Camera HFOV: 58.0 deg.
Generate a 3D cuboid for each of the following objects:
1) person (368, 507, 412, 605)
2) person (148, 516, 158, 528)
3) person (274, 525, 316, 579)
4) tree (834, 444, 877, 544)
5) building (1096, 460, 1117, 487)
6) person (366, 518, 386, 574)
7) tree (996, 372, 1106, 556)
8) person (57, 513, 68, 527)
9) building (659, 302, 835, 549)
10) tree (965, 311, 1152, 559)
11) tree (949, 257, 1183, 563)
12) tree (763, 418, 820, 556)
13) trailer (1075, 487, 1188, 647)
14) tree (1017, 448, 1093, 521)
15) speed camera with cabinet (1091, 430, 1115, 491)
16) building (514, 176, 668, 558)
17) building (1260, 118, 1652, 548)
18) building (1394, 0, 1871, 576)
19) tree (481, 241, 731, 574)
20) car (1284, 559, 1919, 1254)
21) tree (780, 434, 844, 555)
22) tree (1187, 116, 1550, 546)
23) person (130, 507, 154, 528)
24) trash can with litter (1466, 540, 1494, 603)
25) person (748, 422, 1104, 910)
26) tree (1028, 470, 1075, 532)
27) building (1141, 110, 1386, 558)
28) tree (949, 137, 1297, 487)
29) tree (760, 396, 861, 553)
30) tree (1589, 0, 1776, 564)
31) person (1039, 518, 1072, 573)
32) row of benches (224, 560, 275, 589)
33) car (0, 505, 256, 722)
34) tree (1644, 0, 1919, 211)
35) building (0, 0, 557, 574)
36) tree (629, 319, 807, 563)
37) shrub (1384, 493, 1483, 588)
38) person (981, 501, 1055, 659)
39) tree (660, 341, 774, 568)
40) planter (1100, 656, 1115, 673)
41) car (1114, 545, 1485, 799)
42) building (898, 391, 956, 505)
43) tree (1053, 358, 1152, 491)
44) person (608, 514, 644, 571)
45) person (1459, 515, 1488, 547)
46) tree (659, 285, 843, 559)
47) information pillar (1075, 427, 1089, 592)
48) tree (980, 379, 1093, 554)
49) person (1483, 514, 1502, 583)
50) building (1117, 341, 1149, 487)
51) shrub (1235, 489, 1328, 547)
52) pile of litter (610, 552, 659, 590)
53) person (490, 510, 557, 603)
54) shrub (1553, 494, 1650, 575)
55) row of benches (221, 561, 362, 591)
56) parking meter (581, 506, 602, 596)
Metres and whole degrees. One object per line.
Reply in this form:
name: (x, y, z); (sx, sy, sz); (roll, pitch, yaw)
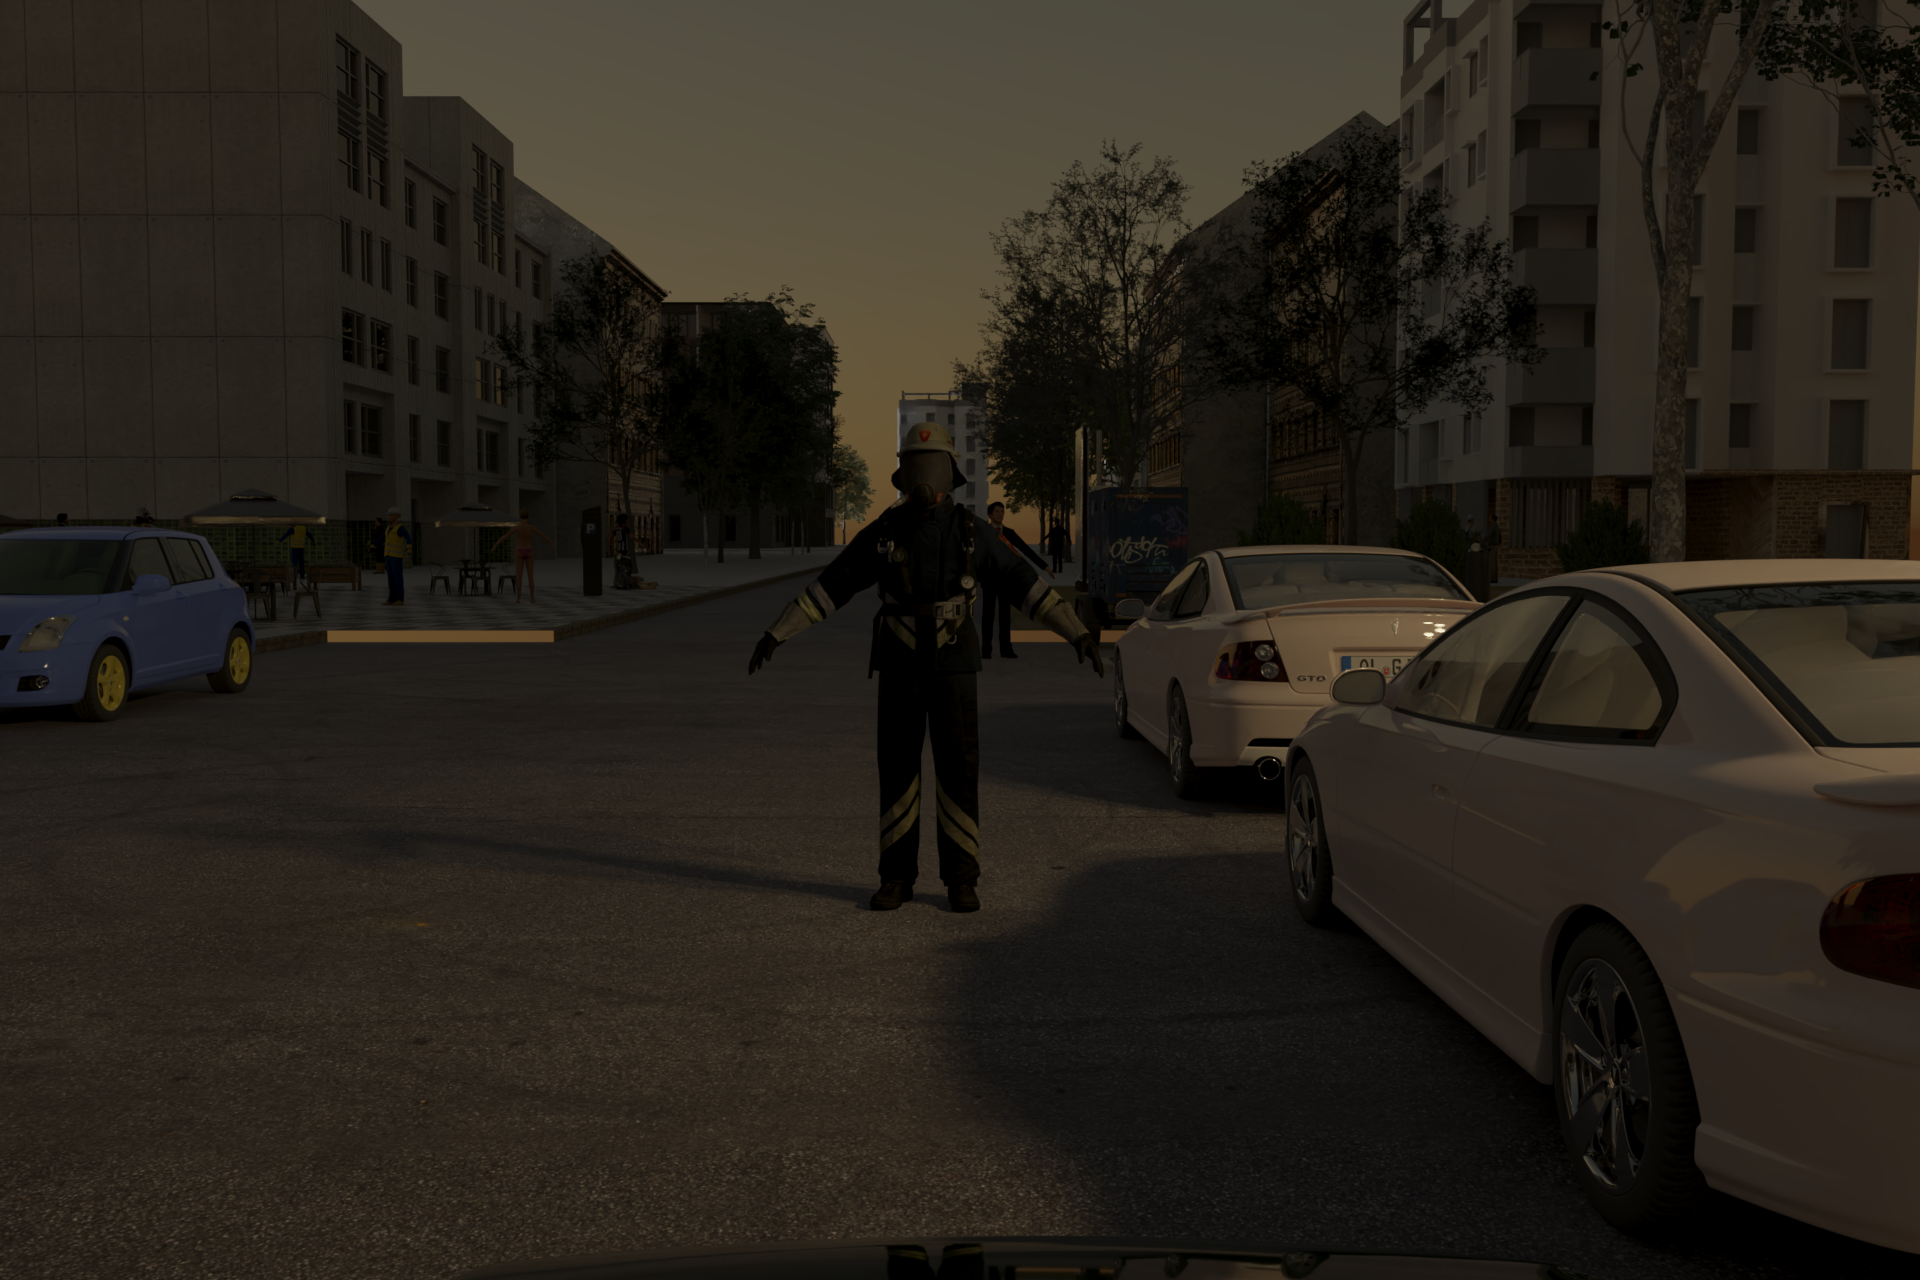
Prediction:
person: (-10.245, -1.511, 31.173); (1.216, 1.772, 0.721); (3, 4, 36)
person: (-23.916, -2.751, 51.158); (1.347, 1.806, 0.705); (-2, 4, -31)
person: (-18.942, -2.661, 49.473); (0.705, 1.833, 1.349); (2, 4, 33)
tree: (-14.116, -18.273, 216.890); (7.486, 12.596, 7.792); (0, 3, 0)
building: (20.924, -15.453, 194.808); (9.099, 9.664, 28.070); (0, 4, 0)
person: (-18.724, -3.037, 55.799); (0.704, 1.812, 1.346); (0, 4, 6)
tree: (5.558, -10.838, 102.961); (9.928, 11.665, 9.643); (0, 3, 0)
person: (-19.465, -1.901, 37.802); (1.216, 1.740, 0.721); (3, 4, 37)
building: (-27.233, -19.873, 168.891); (27.936, 21.610, 32.646); (0, 4, 0)
tree: (5.322, -11.016, 90.476); (12.009, 13.543, 11.850); (0, 3, 0)
tree: (4.713, -10.190, 76.974); (12.009, 13.543, 11.850); (0, 3, 0)
tree: (-9.654, -9.185, 100.537); (4.360, 8.622, 3.978); (0, 3, 0)
trailer: (2.244, -0.971, 22.925); (1.471, 1.999, 3.904); (0, 4, -1)
tree: (11.930, -18.648, 215.260); (12.009, 13.543, 11.850); (0, 3, 0)
speed camera with cabinet: (2.856, -2.327, 32.379); (0.660, 3.252, 2.038); (0, 4, -1)
building: (-27.993, -16.458, 100.010); (19.493, 23.208, 18.063); (0, 4, -1)
building: (25.079, -15.232, 79.966); (19.493, 23.208, 18.063); (0, 4, 0)
building: (20.928, -12.533, 61.331); (16.016, 20.090, 11.380); (0, 4, 0)
tree: (-10.813, -7.411, 55.578); (7.601, 10.594, 8.767); (1, 4, 21)
car: (2.213, 0.454, 4.933); (2.083, 1.381, 4.827); (0, 4, -1)
tree: (-9.976, -9.621, 107.672); (4.360, 8.622, 3.978); (0, 3, 0)
tree: (8.826, -6.331, 37.926); (8.767, 10.594, 7.601); (2, 4, 33)
person: (-17.355, -1.901, 36.851); (1.354, 1.858, 0.705); (1, 4, 22)
trash can with litter: (5.785, -0.504, 19.304); (1.678, 1.210, 2.233); (0, 4, 0)
person: (-0.126, 0.098, 6.630); (1.354, 1.856, 0.705); (0, 4, 6)
tree: (5.913, -10.492, 121.905); (4.737, 8.622, 4.395); (0, 3, 0)
building: (20.968, -16.423, 99.443); (19.493, 23.208, 18.063); (0, 4, 0)
tree: (5.149, -8.743, 53.322); (12.009, 13.543, 11.850); (0, 3, 0)
tree: (-10.528, -11.192, 117.398); (8.767, 10.594, 7.601); (2, 4, 32)
tree: (10.083, -10.053, 20.260); (12.611, 20.169, 13.585); (0, 3, 0)
person: (3.199, -3.121, 57.258); (1.346, 1.802, 0.704); (-2, 4, -33)
row of benches: (-18.192, -1.552, 40.840); (4.104, 0.672, 1.422); (1, 4, 11)
car: (-7.307, -0.288, 14.304); (1.945, 1.707, 3.694); (0, 4, 0)
tree: (21.976, -11.226, 39.431); (12.611, 20.169, 13.585); (0, 3, 0)
building: (-28.511, -12.468, 70.314); (16.747, 18.905, 31.486); (0, 4, 0)
tree: (-10.656, -8.662, 76.042); (8.767, 10.594, 7.601); (0, 4, 5)
shrub: (8.527, -1.639, 31.223); (1.690, 2.028, 1.600); (0, 3, 0)
person: (0.435, -0.694, 19.993); (1.347, 1.806, 0.705); (-1, 4, -18)
tree: (-9.806, -7.057, 65.747); (4.360, 8.622, 3.978); (0, 3, 0)
planter: (2.474, 0.166, 18.432); (1.991, 0.319, 1.994); (0, 4, 0)
car: (2.060, 0.099, 10.751); (2.083, 1.381, 4.827); (0, 4, -1)
building: (-7.590, -22.153, 221.077); (11.380, 20.090, 16.016); (0, 4, 7)
tree: (5.717, -7.162, 67.462); (4.737, 8.622, 4.395); (0, 3, 0)
person: (-8.971, -2.453, 46.249); (1.345, 1.843, 0.704); (3, 4, 37)
person: (14.957, -2.743, 50.706); (0.705, 1.847, 1.347); (-1, 4, -22)
tree: (-10.666, -11.137, 88.741); (9.857, 13.997, 8.962); (0, 3, 0)
information pillar: (2.740, -2.909, 38.871); (0.184, 3.620, 1.656); (0, 4, -1)
tree: (4.979, -11.892, 112.563); (7.486, 12.596, 7.792); (0, 3, 0)
person: (13.900, -2.384, 45.248); (0.705, 1.796, 1.348); (3, 4, 39)
building: (24.488, -18.095, 162.314); (16.747, 18.905, 31.486); (0, 4, 0)
shrub: (5.680, -1.620, 30.521); (1.661, 2.075, 1.752); (0, 3, 0)
pile of litter: (-7.637, -1.625, 40.533); (1.176, 0.858, 1.719); (0, 4, -1)
person: (-8.104, -1.554, 32.219); (1.217, 1.733, 0.721); (-1, 4, -19)
shrub: (11.965, -1.703, 32.270); (1.690, 2.028, 1.600); (0, 3, 0)
row of benches: (-15.557, -1.452, 39.210); (4.104, 0.672, 1.422); (0, 4, -6)
parking meter: (-7.664, -1.854, 36.023); (0.399, 1.863, 0.255); (0, 4, 1)
